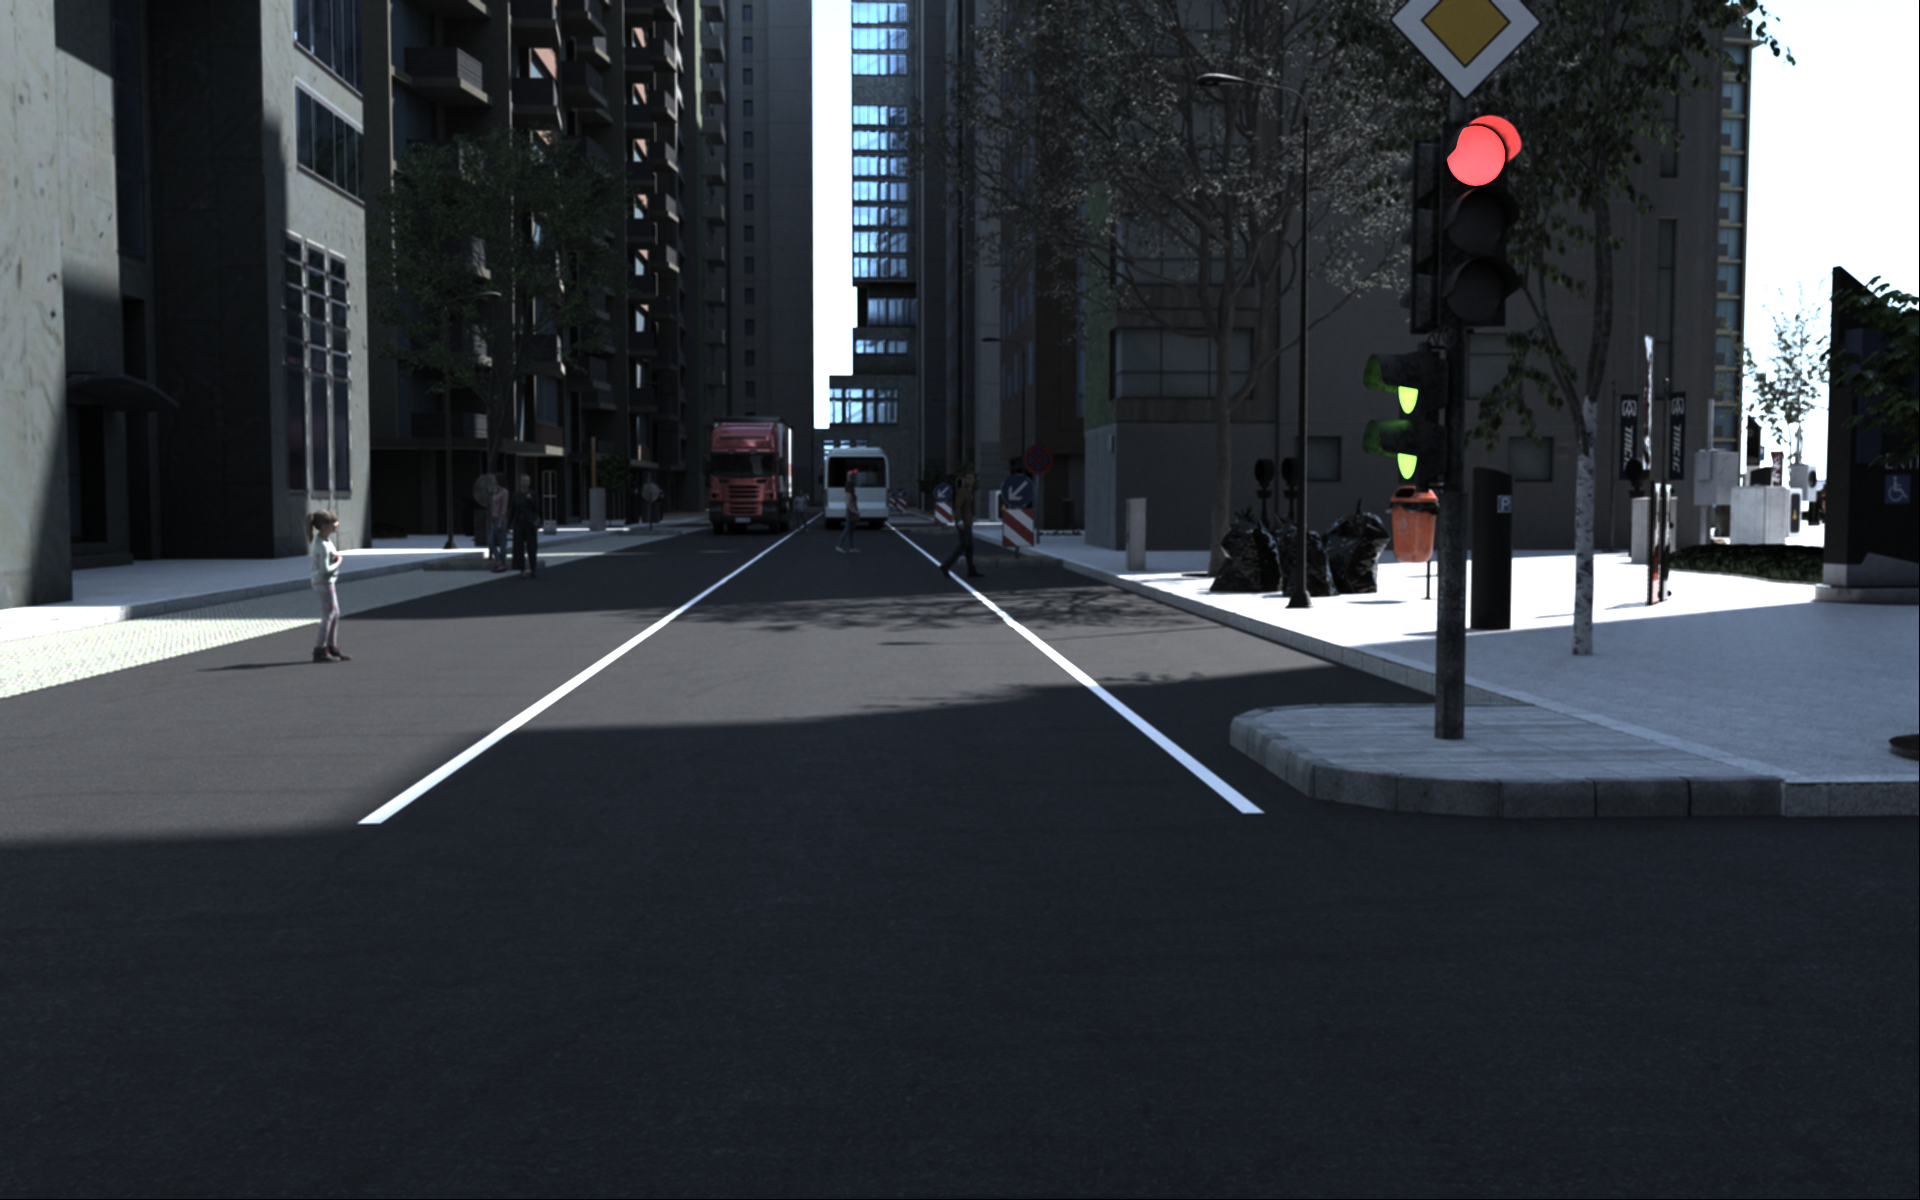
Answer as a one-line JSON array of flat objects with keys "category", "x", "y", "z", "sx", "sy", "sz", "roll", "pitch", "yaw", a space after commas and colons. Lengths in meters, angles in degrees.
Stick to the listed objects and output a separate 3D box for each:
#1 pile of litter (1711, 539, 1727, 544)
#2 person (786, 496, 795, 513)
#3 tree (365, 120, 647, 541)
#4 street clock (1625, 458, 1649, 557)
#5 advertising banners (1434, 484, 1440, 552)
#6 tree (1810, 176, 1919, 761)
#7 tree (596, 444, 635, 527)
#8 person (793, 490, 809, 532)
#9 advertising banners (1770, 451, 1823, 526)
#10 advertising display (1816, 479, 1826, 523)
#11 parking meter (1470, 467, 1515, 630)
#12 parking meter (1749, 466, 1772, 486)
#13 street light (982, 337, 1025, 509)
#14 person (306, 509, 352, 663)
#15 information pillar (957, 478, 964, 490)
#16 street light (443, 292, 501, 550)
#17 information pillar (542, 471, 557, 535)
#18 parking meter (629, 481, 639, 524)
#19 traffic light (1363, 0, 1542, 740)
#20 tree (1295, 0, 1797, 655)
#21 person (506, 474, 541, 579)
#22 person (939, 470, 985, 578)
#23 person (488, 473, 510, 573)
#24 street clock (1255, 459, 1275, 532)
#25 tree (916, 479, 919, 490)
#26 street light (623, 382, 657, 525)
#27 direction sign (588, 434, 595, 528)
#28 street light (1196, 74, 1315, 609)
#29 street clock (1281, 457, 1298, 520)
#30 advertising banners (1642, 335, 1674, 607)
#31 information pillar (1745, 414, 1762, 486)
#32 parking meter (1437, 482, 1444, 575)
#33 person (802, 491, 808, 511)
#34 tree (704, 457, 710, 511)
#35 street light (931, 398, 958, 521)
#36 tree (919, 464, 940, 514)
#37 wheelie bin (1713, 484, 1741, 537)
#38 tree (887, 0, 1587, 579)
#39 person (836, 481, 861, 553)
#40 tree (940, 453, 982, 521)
[{"category": "pile of litter", "x": 18.640, "y": -1.810, "z": 43.567, "sx": 1.176, "sy": 0.858, "sz": 1.719, "roll": 1, "pitch": 4, "yaw": 14}, {"category": "person", "x": -12.870, "y": -7.535, "z": 132.405, "sx": 0.721, "sy": 1.736, "sz": 1.217, "roll": 3, "pitch": 5, "yaw": 39}, {"category": "tree", "x": -12.741, "y": -7.449, "z": 47.544, "sx": 9.928, "sy": 11.665, "sz": 9.643, "roll": 0, "pitch": 3, "yaw": 0}, {"category": "street clock", "x": 13.773, "y": -1.877, "z": 35.254, "sx": 0.358, "sy": 2.002, "sz": 0.471, "roll": -1, "pitch": 4, "yaw": -22}, {"category": "advertising banners", "x": 10.474, "y": -2.530, "z": 37.548, "sx": 0.090, "sy": 3.025, "sz": 2.074, "roll": 0, "pitch": 4, "yaw": -2}, {"category": "tree", "x": 4.998, "y": -0.845, "z": 8.412, "sx": 1.663, "sy": 3.219, "sz": 1.824, "roll": 0, "pitch": 3, "yaw": 0}, {"category": "tree", "x": -13.404, "y": -4.423, "z": 66.918, "sx": 1.663, "sy": 3.219, "sz": 1.824, "roll": 0, "pitch": 3, "yaw": 0}, {"category": "person", "x": -6.060, "y": -3.395, "z": 65.819, "sx": 0.589, "sy": 1.601, "sz": 0.330, "roll": -1, "pitch": 4, "yaw": -13}, {"category": "advertising banners", "x": 33.913, "y": -4.530, "z": 70.261, "sx": 2.074, "sy": 3.025, "sz": 0.090, "roll": 1, "pitch": 4, "yaw": 10}, {"category": "advertising display", "x": 38.120, "y": -4.341, "z": 76.186, "sx": 0.974, "sy": 1.923, "sz": 0.123, "roll": 1, "pitch": 4, "yaw": 23}, {"category": "parking meter", "x": 5.059, "y": -0.493, "z": 16.476, "sx": 0.372, "sy": 1.533, "sz": 0.369, "roll": 0, "pitch": 3, "yaw": 0}, {"category": "parking meter", "x": 17.048, "y": -1.909, "z": 36.917, "sx": 0.255, "sy": 1.863, "sz": 0.399, "roll": -2, "pitch": 4, "yaw": -27}, {"category": "street light", "x": 1.345, "y": -4.830, "z": 51.508, "sx": 1.470, "sy": 5.913, "sz": 1.316, "roll": 0, "pitch": 4, "yaw": -4}, {"category": "person", "x": -5.389, "y": -0.123, "z": 14.792, "sx": 0.394, "sy": 1.301, "sz": 0.425, "roll": -3, "pitch": 5, "yaw": -39}, {"category": "information pillar", "x": 0.011, "y": -4.557, "z": 79.003, "sx": 0.304, "sy": 2.012, "sz": 0.304, "roll": 1, "pitch": 4, "yaw": 9}, {"category": "street light", "x": -11.265, "y": -4.126, "z": 39.994, "sx": 1.470, "sy": 5.913, "sz": 1.316, "roll": 0, "pitch": 4, "yaw": -4}, {"category": "information pillar", "x": -12.924, "y": -3.060, "z": 54.530, "sx": 0.304, "sy": 2.012, "sz": 0.304, "roll": 1, "pitch": 4, "yaw": 21}, {"category": "parking meter", "x": -14.125, "y": -4.242, "z": 75.061, "sx": 0.255, "sy": 1.863, "sz": 0.399, "roll": 2, "pitch": 4, "yaw": 32}, {"category": "traffic light", "x": 2.556, "y": -1.228, "z": 9.000, "sx": 0.839, "sy": 4.253, "sz": 0.868, "roll": 0, "pitch": 4, "yaw": -4}, {"category": "tree", "x": 4.763, "y": -3.874, "z": 13.698, "sx": 4.360, "sy": 8.622, "sz": 3.978, "roll": 0, "pitch": 3, "yaw": 0}, {"category": "person", "x": -7.423, "y": -1.258, "z": 29.494, "sx": 0.576, "sy": 1.772, "sz": 0.534, "roll": -1, "pitch": 4, "yaw": -18}, {"category": "person", "x": 0.054, "y": -1.306, "z": 29.771, "sx": 0.836, "sy": 1.842, "sz": 0.656, "roll": -1, "pitch": 4, "yaw": -17}, {"category": "person", "x": -8.389, "y": -1.405, "z": 31.488, "sx": 0.388, "sy": 1.821, "sz": 0.555, "roll": -3, "pitch": 4, "yaw": -39}, {"category": "street clock", "x": 6.309, "y": -1.917, "z": 35.917, "sx": 0.358, "sy": 2.002, "sz": 0.471, "roll": -1, "pitch": 4, "yaw": -17}, {"category": "tree", "x": -2.350, "y": -7.664, "z": 119.914, "sx": 1.663, "sy": 3.219, "sz": 1.824, "roll": 0, "pitch": 3, "yaw": 0}, {"category": "street light", "x": -13.295, "y": -6.085, "z": 72.027, "sx": 1.470, "sy": 5.913, "sz": 1.316, "roll": 0, "pitch": 4, "yaw": -4}, {"category": "direction sign", "x": -13.840, "y": -4.477, "z": 65.193, "sx": 0.379, "sy": 3.537, "sz": 0.876, "roll": -2, "pitch": 4, "yaw": -26}, {"category": "street light", "x": 3.305, "y": -2.864, "z": 19.365, "sx": 1.470, "sy": 5.913, "sz": 1.316, "roll": 0, "pitch": 4, "yaw": -4}, {"category": "street clock", "x": 6.562, "y": -1.818, "z": 34.289, "sx": 0.358, "sy": 2.002, "sz": 0.471, "roll": -1, "pitch": 4, "yaw": -18}, {"category": "advertising banners", "x": 8.047, "y": -1.456, "z": 20.000, "sx": 0.090, "sy": 3.025, "sz": 2.074, "roll": 2, "pitch": 4, "yaw": 31}, {"category": "information pillar", "x": 23.056, "y": -3.611, "z": 50.389, "sx": 0.183, "sy": 3.616, "sz": 0.504, "roll": -1, "pitch": 4, "yaw": -22}, {"category": "parking meter", "x": 7.756, "y": -1.162, "z": 27.416, "sx": 0.372, "sy": 1.533, "sz": 0.369, "roll": 0, "pitch": 3, "yaw": 0}, {"category": "person", "x": -13.554, "y": -8.603, "z": 149.952, "sx": 1.217, "sy": 1.735, "sz": 0.721, "roll": 3, "pitch": 4, "yaw": 39}, {"category": "tree", "x": -18.778, "y": -9.085, "z": 132.248, "sx": 4.285, "sy": 4.588, "sz": 4.351, "roll": 0, "pitch": 3, "yaw": 0}, {"category": "street light", "x": -0.705, "y": -6.806, "z": 83.823, "sx": 1.470, "sy": 5.913, "sz": 1.316, "roll": 0, "pitch": 4, "yaw": -4}, {"category": "tree", "x": -1.525, "y": -7.188, "z": 112.125, "sx": 1.663, "sy": 3.219, "sz": 1.824, "roll": 0, "pitch": 3, "yaw": 0}, {"category": "wheelie bin", "x": 23.028, "y": -2.685, "z": 51.815, "sx": 0.980, "sy": 1.594, "sz": 0.693, "roll": 0, "pitch": 4, "yaw": 5}, {"category": "tree", "x": 4.158, "y": -7.098, "z": 26.427, "sx": 12.009, "sy": 13.543, "sz": 11.850, "roll": 0, "pitch": 3, "yaw": 0}, {"category": "person", "x": -2.743, "y": -2.031, "z": 42.303, "sx": 0.643, "sy": 1.750, "sz": 0.593, "roll": -1, "pitch": 4, "yaw": -12}, {"category": "tree", "x": 0.181, "y": -5.355, "z": 82.149, "sx": 1.663, "sy": 3.219, "sz": 1.824, "roll": 0, "pitch": 3, "yaw": 0}]
